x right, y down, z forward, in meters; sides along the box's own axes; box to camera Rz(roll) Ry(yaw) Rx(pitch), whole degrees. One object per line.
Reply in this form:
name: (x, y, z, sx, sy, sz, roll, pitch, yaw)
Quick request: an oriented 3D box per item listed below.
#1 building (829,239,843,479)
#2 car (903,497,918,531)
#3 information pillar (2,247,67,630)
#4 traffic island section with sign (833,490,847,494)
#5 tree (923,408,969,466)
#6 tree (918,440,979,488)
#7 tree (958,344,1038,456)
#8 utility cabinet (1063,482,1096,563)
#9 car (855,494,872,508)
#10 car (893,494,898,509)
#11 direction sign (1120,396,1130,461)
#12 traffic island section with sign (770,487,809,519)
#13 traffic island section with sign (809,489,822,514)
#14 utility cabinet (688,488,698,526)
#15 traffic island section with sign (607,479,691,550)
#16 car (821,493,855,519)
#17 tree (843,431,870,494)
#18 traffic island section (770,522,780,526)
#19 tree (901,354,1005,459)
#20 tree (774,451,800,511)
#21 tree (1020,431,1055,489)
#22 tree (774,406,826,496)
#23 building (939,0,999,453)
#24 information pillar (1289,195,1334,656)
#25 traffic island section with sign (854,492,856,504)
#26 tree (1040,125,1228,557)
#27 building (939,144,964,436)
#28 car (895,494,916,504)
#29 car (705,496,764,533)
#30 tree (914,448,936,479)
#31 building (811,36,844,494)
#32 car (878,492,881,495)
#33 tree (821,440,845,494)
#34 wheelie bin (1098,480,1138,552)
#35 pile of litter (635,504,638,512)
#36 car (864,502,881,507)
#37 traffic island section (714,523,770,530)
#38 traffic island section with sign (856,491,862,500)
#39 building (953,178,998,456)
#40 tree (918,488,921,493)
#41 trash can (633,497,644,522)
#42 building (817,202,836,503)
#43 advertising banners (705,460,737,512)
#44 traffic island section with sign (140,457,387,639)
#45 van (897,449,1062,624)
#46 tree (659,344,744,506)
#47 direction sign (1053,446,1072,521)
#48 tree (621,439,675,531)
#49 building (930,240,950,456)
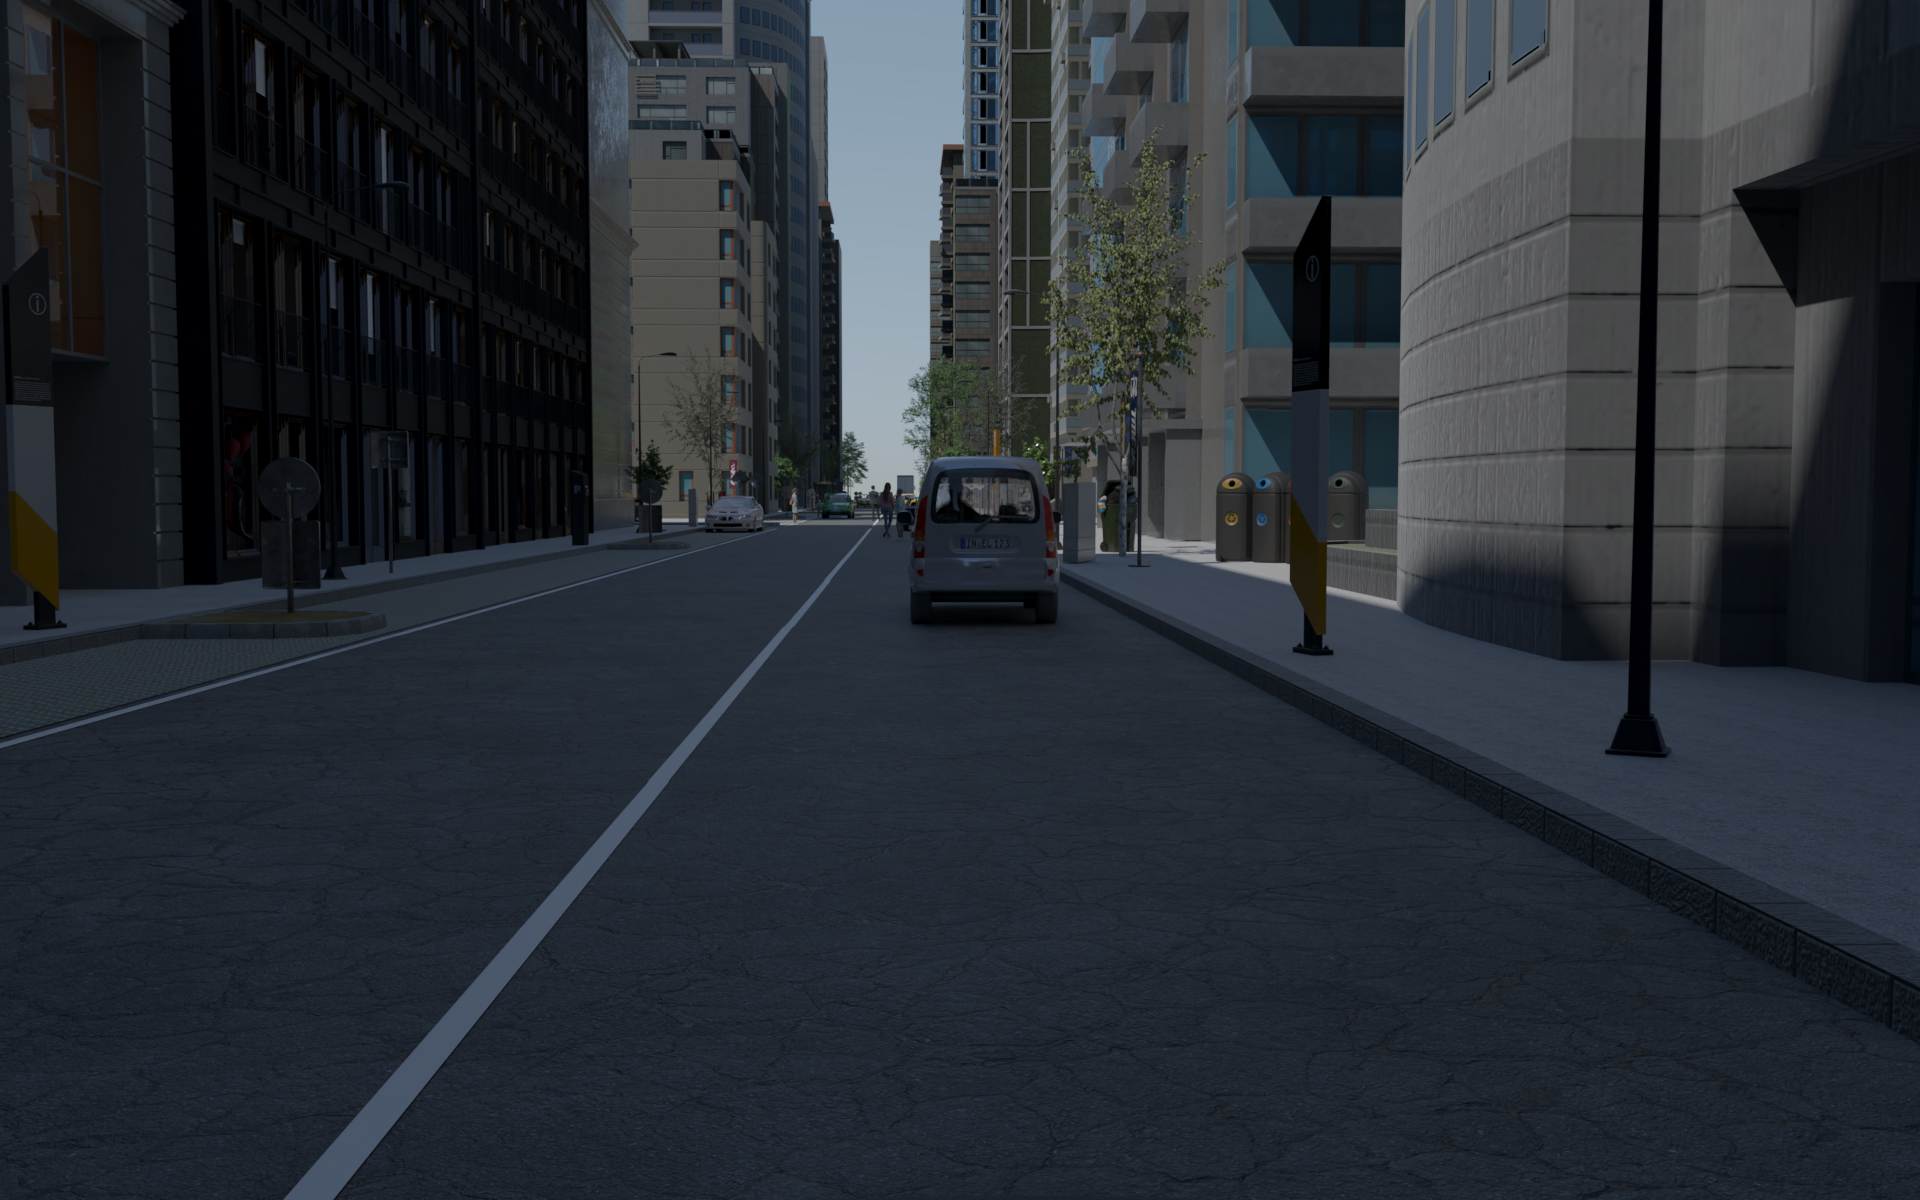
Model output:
building: (-27.152, -39.397, 294.242, 14.600, 45.320, 14.200, 0, 4, -2)
car: (-1.465, -3.421, 68.521, 1.945, 1.354, 3.894, 0, 4, -4)
information pillar: (-8.731, -1.525, 16.296, 0.183, 3.616, 0.504, 1, 4, 17)
traffic island section with sign: (-12.641, -10.330, 177.522, 1.989, 1.847, 2.006, 0, 4, -2)
tree: (-1.088, -11.816, 143.557, 4.737, 8.622, 4.395, 0, 3, 0)
tree: (0.068, -7.389, 104.523, 4.285, 4.588, 4.351, 0, 3, 0)
tree: (1.701, -8.273, 85.628, 4.360, 8.622, 3.978, 0, 3, 0)
utility cabinet: (2.228, -1.453, 32.432, 0.318, 1.500, 1.173, 1, 4, 21)
car: (-10.140, -10.606, 183.636, 2.015, 1.641, 3.980, 0, 4, -4)
car: (-5.533, -9.348, 162.629, 2.009, 1.686, 4.222, 0, 4, -1)
direction sign: (3.853, -2.959, 40.381, 0.379, 3.537, 0.876, -1, 4, -8)
traffic island section with sign: (-9.973, -5.614, 100.412, 1.989, 1.847, 2.006, 0, 4, -2)
traffic island section with sign: (-10.916, -7.276, 127.583, 1.989, 1.847, 2.006, 0, 4, -2)
utility cabinet: (-10.585, -3.668, 68.644, 0.318, 1.500, 1.173, 0, 4, -5)
traffic island section with sign: (-8.061, -2.230, 45.096, 1.989, 1.847, 2.006, 0, 4, -2)
car: (-7.227, -5.751, 102.831, 1.959, 1.807, 4.718, 0, 3, 0)
tree: (-20.142, -24.102, 312.196, 7.486, 12.596, 7.792, 0, 3, 0)
traffic island section: (-9.187, -3.416, 78.129, 2.009, 0.180, 2.903, 0, 4, -2)
tree: (-0.652, -12.317, 127.138, 9.928, 11.665, 9.643, 0, 3, 0)
tree: (-13.881, -9.083, 132.213, 4.285, 4.588, 4.351, 0, 3, 0)
tree: (2.242, -3.580, 53.129, 1.663, 3.219, 1.824, 0, 3, 0)
tree: (-14.045, -12.138, 148.823, 4.360, 8.622, 3.978, 0, 3, 0)
building: (9.247, -53.177, 182.110, 22.319, 86.520, 31.000, 0, 4, -2)
information pillar: (2.811, -1.378, 13.884, 0.183, 3.616, 0.504, -1, 4, -17)
traffic island section with sign: (-13.583, -11.994, 204.731, 1.989, 1.847, 2.006, 0, 4, -2)
tree: (3.393, -5.209, 35.533, 4.737, 8.622, 4.395, 0, 3, 0)
building: (8.554, -34.216, 214.051, 22.147, 44.769, 28.867, 0, 4, -2)
car: (-4.089, -7.642, 135.170, 2.015, 1.641, 3.980, 0, 4, -4)
car: (-8.515, -3.256, 65.591, 2.083, 1.381, 4.827, 0, 4, -1)
tree: (-4.328, -17.710, 239.921, 4.360, 8.622, 3.978, 0, 3, 0)
building: (-29.118, -51.239, 276.001, 20.563, 71.187, 20.611, 0, 4, -2)
car: (-13.854, -18.381, 309.206, 2.281, 1.827, 5.304, 0, 4, -2)
tree: (-17.199, -17.003, 228.357, 4.737, 8.622, 4.395, 0, 3, 0)
wheelie bin: (3.544, -1.856, 38.252, 0.980, 1.594, 0.693, -2, 4, -31)
pile of litter: (-15.279, -4.200, 82.627, 1.719, 0.858, 1.176, -2, 4, -25)
car: (-9.882, -11.224, 195.867, 2.083, 1.381, 4.827, 0, 3, 0)
traffic island section: (-8.909, -2.928, 70.149, 2.009, 0.180, 2.903, 0, 4, -2)
traffic island section with sign: (-16.468, -17.060, 287.565, 1.989, 1.847, 2.006, 0, 4, -2)
building: (6.342, -23.819, 161.138, 14.160, 30.474, 14.107, 0, 4, -2)
tree: (-6.144, -17.808, 285.760, 1.663, 3.219, 1.824, 0, 3, 0)
trash can: (-14.806, -4.142, 79.368, 0.748, 1.137, 0.748, 0, 3, 0)
building: (-29.416, -36.516, 251.663, 22.147, 44.769, 28.867, 0, 4, -2)
advertising banners: (-12.215, -5.663, 88.778, 2.074, 3.025, 0.090, 2, 4, 31)
traffic island section with sign: (-7.103, -0.571, 17.962, 1.989, 1.847, 2.006, 0, 4, -2)
van: (0.242, -0.827, 20.535, 2.013, 2.044, 4.112, 0, 4, -1)
tree: (-12.284, -8.185, 84.185, 4.360, 8.622, 3.978, 0, 3, 0)
direction sign: (4.838, -5.489, 81.737, 0.876, 3.537, 0.379, 0, 4, 0)
tree: (-10.647, -4.017, 60.284, 1.663, 3.219, 1.824, 0, 3, 0)
building: (2.102, -36.488, 280.170, 14.154, 41.232, 14.086, 0, 4, -2)
